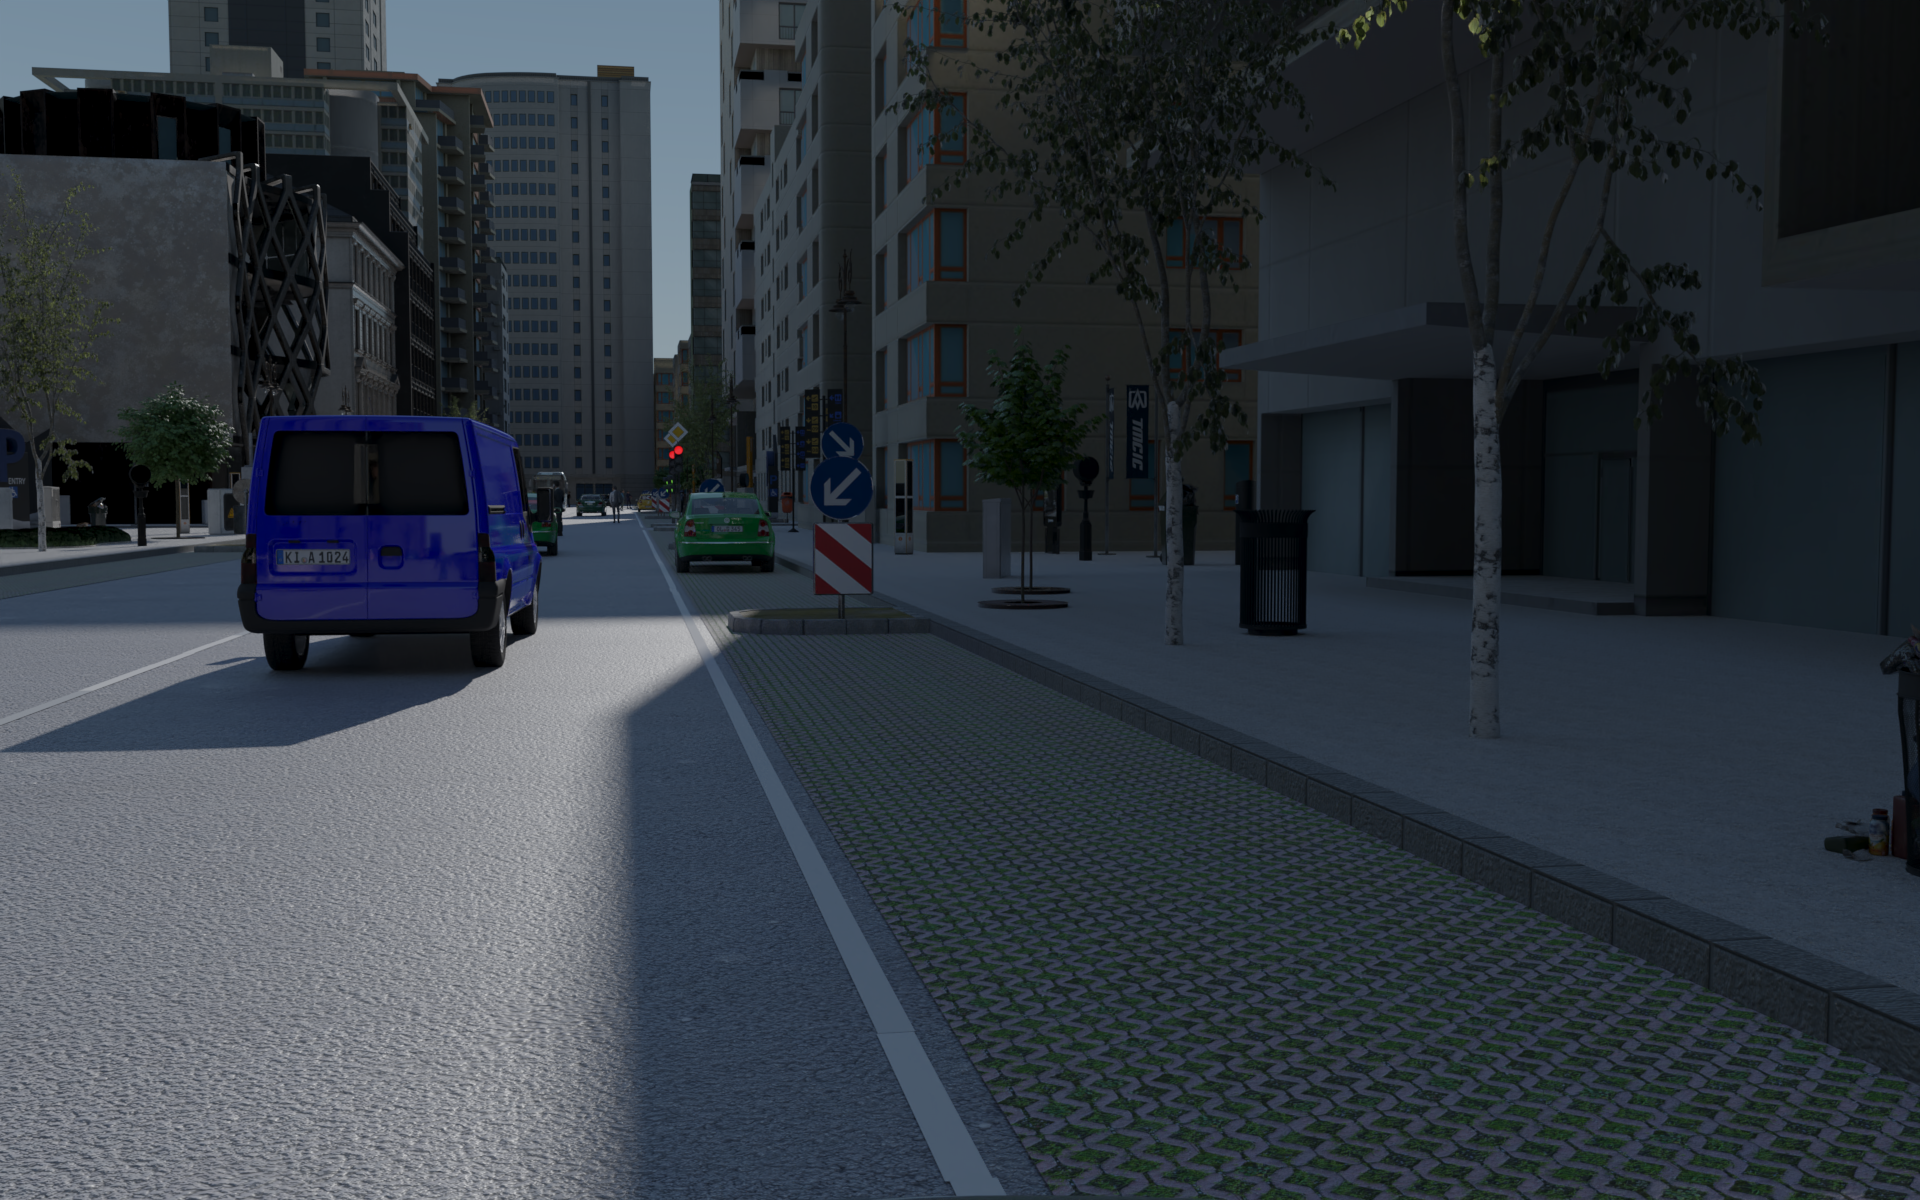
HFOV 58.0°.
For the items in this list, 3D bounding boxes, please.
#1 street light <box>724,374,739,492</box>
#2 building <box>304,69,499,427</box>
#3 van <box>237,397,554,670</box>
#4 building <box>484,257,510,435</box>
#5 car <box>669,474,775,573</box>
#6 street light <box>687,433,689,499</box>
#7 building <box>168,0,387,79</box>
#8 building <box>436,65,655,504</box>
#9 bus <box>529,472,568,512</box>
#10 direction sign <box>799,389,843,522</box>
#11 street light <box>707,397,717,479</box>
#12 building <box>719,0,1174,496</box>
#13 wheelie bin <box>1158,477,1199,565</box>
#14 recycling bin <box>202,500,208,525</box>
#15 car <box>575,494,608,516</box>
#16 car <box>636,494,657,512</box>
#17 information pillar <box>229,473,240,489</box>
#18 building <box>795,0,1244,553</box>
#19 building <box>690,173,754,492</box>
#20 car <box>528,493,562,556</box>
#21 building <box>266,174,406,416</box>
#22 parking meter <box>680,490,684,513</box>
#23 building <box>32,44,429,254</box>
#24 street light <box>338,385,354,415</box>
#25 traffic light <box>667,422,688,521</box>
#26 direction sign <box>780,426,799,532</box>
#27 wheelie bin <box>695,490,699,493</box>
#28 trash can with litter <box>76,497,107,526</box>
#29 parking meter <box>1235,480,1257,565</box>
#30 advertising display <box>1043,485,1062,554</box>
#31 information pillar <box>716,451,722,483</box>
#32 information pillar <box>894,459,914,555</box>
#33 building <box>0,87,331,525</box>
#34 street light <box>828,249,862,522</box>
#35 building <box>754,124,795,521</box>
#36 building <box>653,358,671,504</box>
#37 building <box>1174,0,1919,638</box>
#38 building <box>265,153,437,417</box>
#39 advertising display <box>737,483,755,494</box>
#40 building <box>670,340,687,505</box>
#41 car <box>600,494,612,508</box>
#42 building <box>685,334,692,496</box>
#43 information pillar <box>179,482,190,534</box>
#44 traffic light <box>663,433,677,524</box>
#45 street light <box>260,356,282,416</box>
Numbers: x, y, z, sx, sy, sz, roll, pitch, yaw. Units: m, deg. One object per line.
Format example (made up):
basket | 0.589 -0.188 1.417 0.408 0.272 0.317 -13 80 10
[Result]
street light | -8.812 -5.755 66.885 0.468 5.910 1.993 -1 4 -11
building | -60.570 -32.243 181.797 22.147 44.769 28.867 -1 4 -11
van | -4.978 -0.701 15.849 2.240 2.365 5.245 -1 4 -9
building | -62.108 -26.832 210.402 14.107 30.474 14.160 -1 4 -11
car | -4.510 -1.469 32.816 1.959 1.807 4.718 -1 4 -10
street light | -18.233 -8.748 115.811 0.468 5.910 1.993 -1 4 -11
building | -78.510 -46.746 202.549 20.611 71.187 20.563 -1 4 -11
building | -56.956 -42.678 239.780 28.212 58.520 21.231 -1 4 -11
bus | -33.403 -8.940 141.024 2.948 3.499 13.247 -1 4 -12
direction sign | -2.935 -2.778 37.421 0.876 3.537 0.379 1 4 18
street light | -11.790 -6.714 82.562 0.468 5.910 1.993 -1 4 -11
building | -2.936 -32.702 123.916 28.713 52.752 27.495 -1 4 -11
wheelie bin | 3.964 -1.434 31.358 0.693 1.594 0.980 0 4 -3
recycling bin | -31.241 -3.659 72.385 0.722 1.027 0.722 -2 4 -32
car | -24.071 -6.200 113.161 2.131 1.459 4.920 -1 4 -9
car | -24.966 -7.862 138.767 2.015 1.641 3.980 -1 4 -11
information pillar | -24.908 -3.367 59.536 0.304 2.012 0.304 -2 4 -32
building | 10.111 -12.783 54.036 27.650 21.520 28.899 -1 4 -11
building | -17.791 -23.730 159.686 14.160 30.474 14.107 -1 4 -11
car | -10.541 -1.999 41.473 1.959 1.807 4.718 -1 4 -13
building | -39.982 -14.663 104.364 10.561 19.102 19.286 -1 4 -11
parking meter | -19.343 -6.828 120.050 0.372 1.533 0.369 0 3 0
building | -61.323 -28.309 154.725 32.217 40.220 23.993 -1 4 -11
street light | -26.101 -6.174 73.740 0.468 5.910 1.993 -1 4 -11
traffic light | -10.969 -4.799 67.391 0.839 4.253 0.868 -1 4 -11
direction sign | -5.591 -4.038 58.022 0.876 3.537 0.379 1 4 11
wheelie bin | -18.898 -7.166 125.065 0.693 1.594 0.980 0 4 8
trash can with litter | -29.942 -2.950 59.617 1.055 1.170 0.624 0 4 -7
parking meter | 5.177 -1.404 31.374 0.372 1.533 0.369 0 3 0
advertising display | 1.987 -1.959 37.236 0.123 1.923 0.974 -1 4 -14
information pillar | -12.921 -6.217 93.007 0.183 3.616 0.504 -3 4 -38
information pillar | -1.188 -1.968 36.676 0.304 2.012 0.304 2 4 29
building | -38.457 -13.024 80.393 16.820 18.784 16.811 -1 4 -11
street light | -2.169 -3.671 32.816 0.468 5.910 1.993 -1 4 -11
building | 4.264 -15.283 94.914 28.899 21.520 27.650 -1 4 -11
building | -29.305 -24.720 249.208 28.899 21.520 27.650 -1 4 -11
building | 18.208 -26.215 17.847 28.713 52.752 27.495 -1 4 -11
building | -43.953 -17.837 121.319 12.332 23.373 15.834 -1 4 -11
advertising display | -12.105 -5.672 97.945 0.974 1.923 0.123 0 4 1
building | -20.572 -22.397 211.226 27.650 21.520 28.899 -1 4 -11
car | -37.614 -10.591 182.952 2.009 1.686 4.222 -1 4 -12
building | -14.083 -20.642 182.531 27.650 21.520 28.899 -1 4 -11
information pillar | -25.204 -3.161 56.172 0.304 2.012 0.304 -3 5 -43
traffic light | -12.484 -5.279 75.232 0.839 4.253 0.868 -1 4 -11
street light | -23.089 -5.221 58.150 0.468 5.910 1.993 -1 4 -11
